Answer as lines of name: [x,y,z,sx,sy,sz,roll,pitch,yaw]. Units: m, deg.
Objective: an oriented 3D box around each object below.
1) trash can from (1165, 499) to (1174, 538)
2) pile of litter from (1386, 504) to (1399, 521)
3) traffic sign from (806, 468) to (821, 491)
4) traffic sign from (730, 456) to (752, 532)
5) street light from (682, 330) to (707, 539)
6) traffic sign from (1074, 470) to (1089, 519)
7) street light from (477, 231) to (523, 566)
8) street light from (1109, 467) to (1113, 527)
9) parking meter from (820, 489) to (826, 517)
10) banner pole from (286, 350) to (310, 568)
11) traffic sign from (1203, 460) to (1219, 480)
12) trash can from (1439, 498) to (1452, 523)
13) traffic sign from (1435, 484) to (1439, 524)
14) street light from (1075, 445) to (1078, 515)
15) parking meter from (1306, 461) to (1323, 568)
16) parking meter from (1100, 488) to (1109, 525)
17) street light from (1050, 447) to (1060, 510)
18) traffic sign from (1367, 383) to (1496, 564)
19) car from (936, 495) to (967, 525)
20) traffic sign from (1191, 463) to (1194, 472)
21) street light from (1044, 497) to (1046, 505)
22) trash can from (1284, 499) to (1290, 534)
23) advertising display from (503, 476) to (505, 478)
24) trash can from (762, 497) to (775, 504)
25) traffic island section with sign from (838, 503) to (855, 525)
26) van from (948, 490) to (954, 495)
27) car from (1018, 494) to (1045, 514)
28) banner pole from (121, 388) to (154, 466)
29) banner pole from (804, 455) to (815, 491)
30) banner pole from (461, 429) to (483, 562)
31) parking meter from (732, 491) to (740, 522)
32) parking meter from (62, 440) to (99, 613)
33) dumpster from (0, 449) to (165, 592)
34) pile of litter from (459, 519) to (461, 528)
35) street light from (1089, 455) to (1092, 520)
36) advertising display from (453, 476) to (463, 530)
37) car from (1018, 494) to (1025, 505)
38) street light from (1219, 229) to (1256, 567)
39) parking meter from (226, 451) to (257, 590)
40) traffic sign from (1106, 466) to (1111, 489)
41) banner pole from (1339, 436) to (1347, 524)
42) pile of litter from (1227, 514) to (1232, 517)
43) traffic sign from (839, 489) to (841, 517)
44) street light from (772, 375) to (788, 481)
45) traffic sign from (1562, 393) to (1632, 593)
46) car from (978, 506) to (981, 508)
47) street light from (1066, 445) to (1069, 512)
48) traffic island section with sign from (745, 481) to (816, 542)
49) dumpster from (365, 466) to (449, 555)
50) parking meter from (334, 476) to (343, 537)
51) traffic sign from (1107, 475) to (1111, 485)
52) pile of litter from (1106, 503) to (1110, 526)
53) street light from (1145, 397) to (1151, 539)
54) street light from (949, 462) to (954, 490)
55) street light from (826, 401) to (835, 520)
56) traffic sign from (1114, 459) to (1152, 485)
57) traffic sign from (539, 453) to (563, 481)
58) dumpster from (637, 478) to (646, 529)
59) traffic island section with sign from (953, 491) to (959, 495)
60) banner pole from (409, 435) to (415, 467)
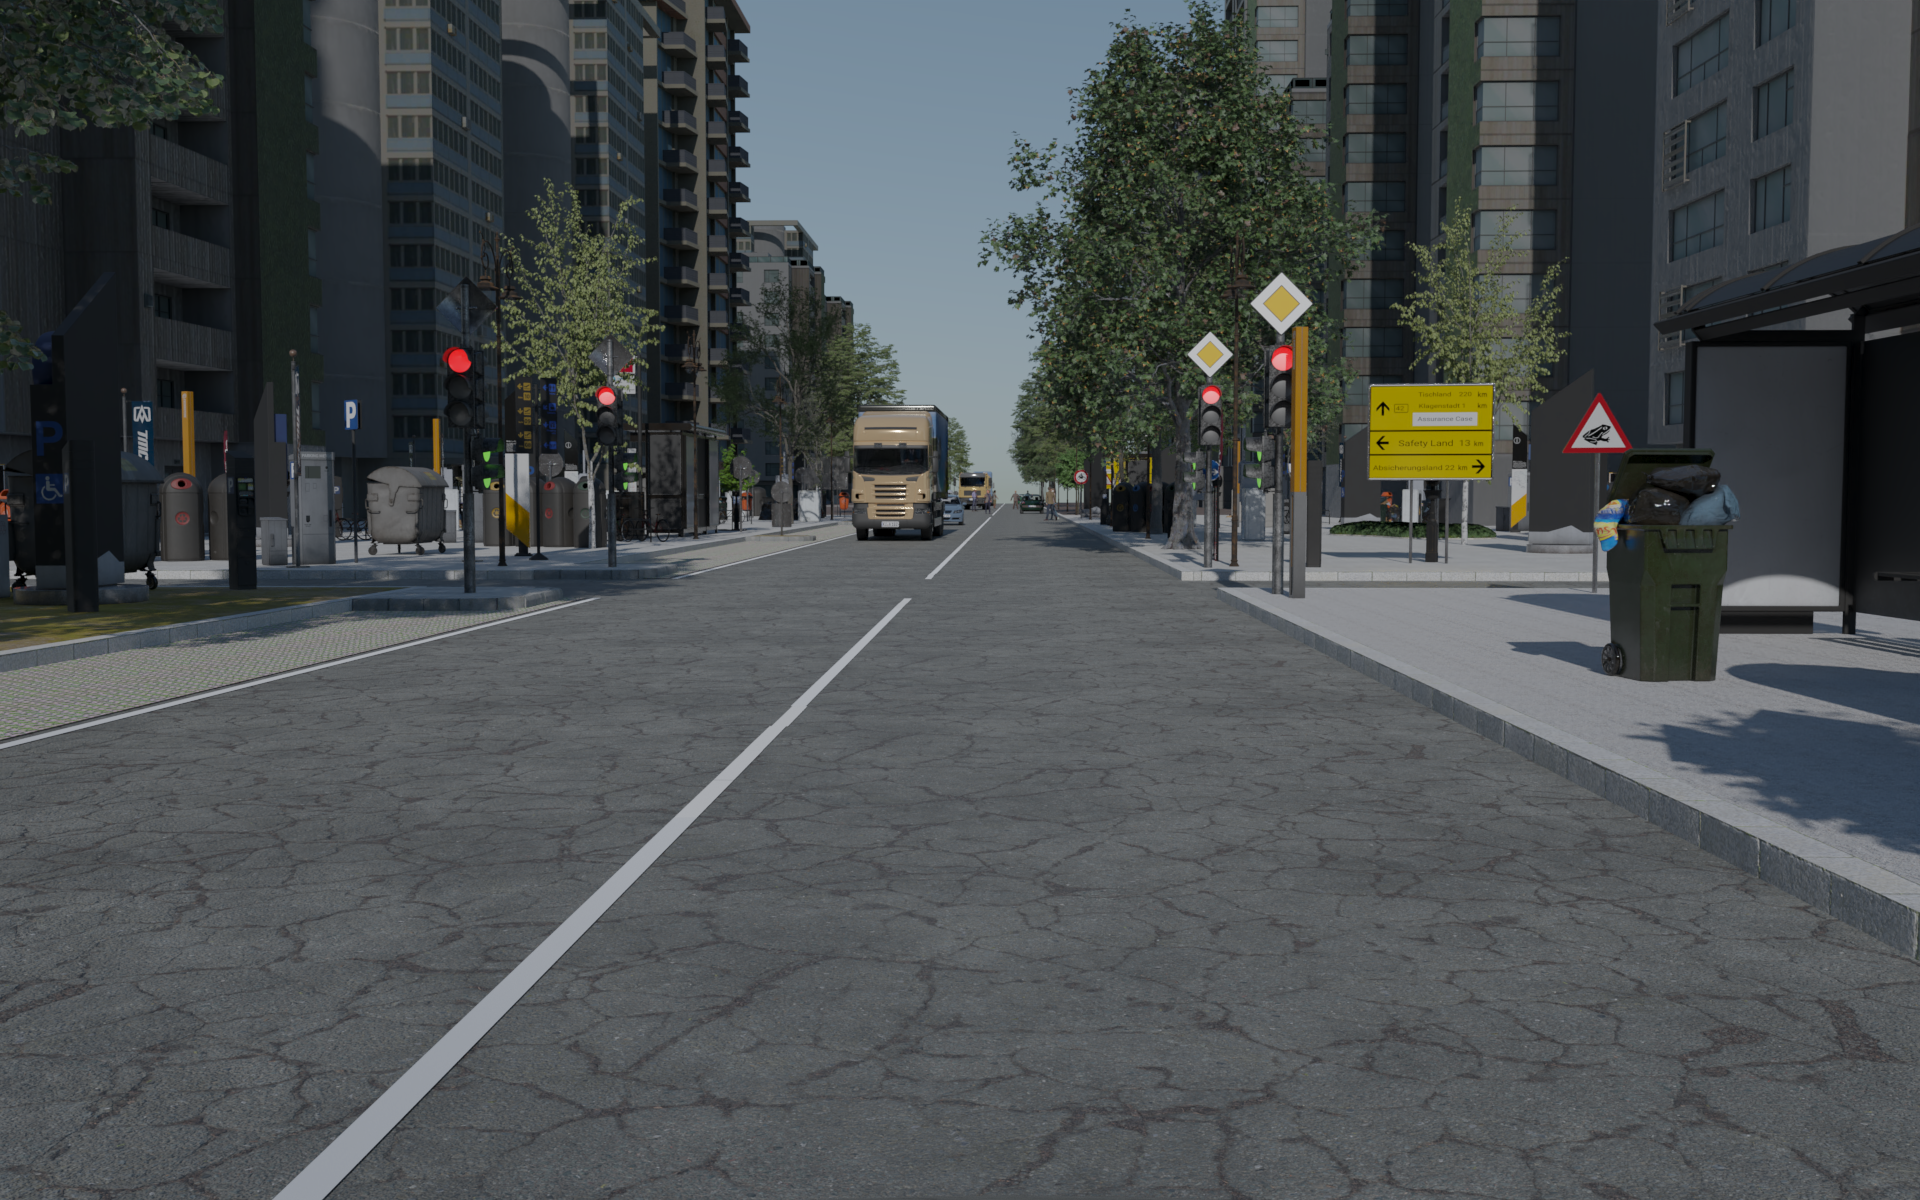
trash can: [6.024,-2.208,47.749,0.748,1.137,0.748,0,3,0]
pile of litter: [18.382,-3.699,74.451,1.719,0.858,1.176,-3,4,-36]
traffic sign: [-7.432,-5.340,87.308,0.884,2.594,0.081,0,4,7]
traffic sign: [-7.352,-3.545,58.069,0.768,2.556,0.104,0,4,6]
street light: [-7.499,-4.662,49.011,0.468,5.910,1.993,0,4,2]
traffic sign: [6.332,-5.523,90.409,0.768,2.556,0.104,1,4,10]
street light: [-8.155,-3.541,30.687,0.468,5.910,1.993,0,4,2]
street light: [5.955,-5.812,67.821,0.468,5.910,1.993,0,4,2]
parking meter: [-7.647,-5.567,96.730,0.255,1.863,0.399,-2,4,-31]
banner pole: [-11.442,-2.440,29.915,0.401,3.779,0.863,-2,4,-28]
traffic sign: [9.358,-3.960,64.847,0.768,2.556,0.104,1,4,9]
trash can: [16.298,-2.884,58.815,0.748,1.137,0.748,0,3,0]
traffic sign: [9.236,-2.045,33.542,0.768,2.556,0.104,0,4,5]
street light: [7.054,-8.075,104.817,0.468,5.910,1.993,0,4,2]
parking meter: [6.216,-1.509,30.386,0.255,1.863,0.399,1,4,13]
parking meter: [6.038,-3.904,72.249,0.372,1.533,0.369,0,3,0]
street light: [8.898,-11.584,162.183,0.468,5.910,1.993,0,4,2]
traffic sign: [8.652,-2.325,31.892,2.265,3.308,0.079,1,4,9]
car: [-0.690,-4.194,80.575,2.014,1.417,4.499,0,4,0]
traffic sign: [8.112,-3.765,61.660,0.768,2.556,0.104,0,4,5]
street light: [10.331,-14.402,208.264,0.468,5.910,1.993,0,4,2]
trash can: [10.336,-2.663,55.191,0.748,1.137,0.748,0,3,0]
advertising display: [-16.662,-3.501,62.461,0.123,1.923,0.974,-3,5,-42]
trash can: [-9.926,-4.787,89.920,0.748,1.137,0.748,0,3,0]
traffic island section with sign: [-4.590,-4.387,80.351,1.989,1.847,2.006,0,4,2]
van: [-1.366,-10.337,176.020,2.013,2.044,4.112,0,4,1]
car: [5.243,-7.147,126.646,2.009,1.686,4.222,0,4,1]
banner pole: [-19.501,-3.119,41.020,0.863,3.779,0.401,-1,4,-11]
banner pole: [-8.877,-6.817,101.482,0.863,3.779,0.401,1,4,19]
banner pole: [-9.255,-2.628,32.982,0.401,3.779,0.863,0,4,-1]
parking meter: [-10.173,-4.309,78.869,0.372,1.533,0.369,0,3,0]
parking meter: [-9.597,-0.806,18.897,0.255,1.863,0.399,-3,5,-39]
dumpster: [-11.366,-1.024,22.496,1.264,1.857,1.865,0,4,2]
pile of litter: [-18.862,-3.178,65.933,1.719,0.858,1.176,-3,5,-39]
street light: [6.526,-6.954,86.489,0.468,5.910,1.993,0,4,2]
advertising display: [-17.590,-3.456,61.724,0.974,1.923,0.123,0,4,1]
car: [7.595,-11.970,207.506,2.131,1.459,4.920,0,4,1]
street light: [4.856,-3.529,30.493,0.468,5.910,1.993,0,4,2]
parking meter: [-9.665,-1.076,23.297,0.255,1.863,0.399,-3,5,-44]
traffic sign: [9.069,-6.799,105.036,2.265,3.308,0.079,0,4,2]
banner pole: [16.351,-5.139,74.039,0.401,3.779,0.863,2,4,34]
pile of litter: [15.370,-4.955,94.980,1.176,0.858,1.719,-2,4,-33]
traffic sign: [-6.749,-5.958,97.520,0.768,2.556,0.104,0,4,7]
street light: [-6.974,-5.783,67.339,0.468,5.910,1.993,0,4,2]
traffic sign: [8.233,-1.370,22.397,0.884,2.594,0.081,0,4,8]
car: [1.325,-10.454,181.142,2.015,1.641,3.980,0,4,3]
street light: [7.763,-9.309,124.982,0.468,5.910,1.993,0,4,2]
traffic island section with sign: [-5.440,-2.707,52.892,1.989,1.847,2.006,0,4,2]
dumpster: [-11.780,-1.904,36.886,1.264,1.857,1.865,0,4,2]
parking meter: [-18.456,-2.782,51.202,0.399,1.863,0.255,-2,4,-32]
traffic sign: [8.604,-6.267,102.474,0.884,2.594,0.081,0,4,4]
pile of litter: [6.551,-3.472,70.740,1.176,0.858,1.719,2,4,31]
street light: [5.392,-4.692,49.494,0.468,5.910,1.993,0,4,2]
street light: [-1.379,-16.687,245.622,0.468,5.910,1.993,0,4,2]
street light: [-6.366,-6.916,85.857,0.468,5.910,1.993,0,4,2]
traffic sign: [9.795,-6.383,98.241,2.265,3.308,0.079,0,4,3]
traffic sign: [-11.919,-3.076,50.397,0.768,2.556,0.104,0,4,4]
dumpster: [-10.968,-3.445,62.092,1.264,1.857,1.865,0,4,2]
traffic island section with sign: [0.410,-14.150,239.975,1.989,1.847,2.006,0,4,2]
banner pole: [-23.155,-5.093,73.283,0.401,3.779,0.863,0,4,2]
